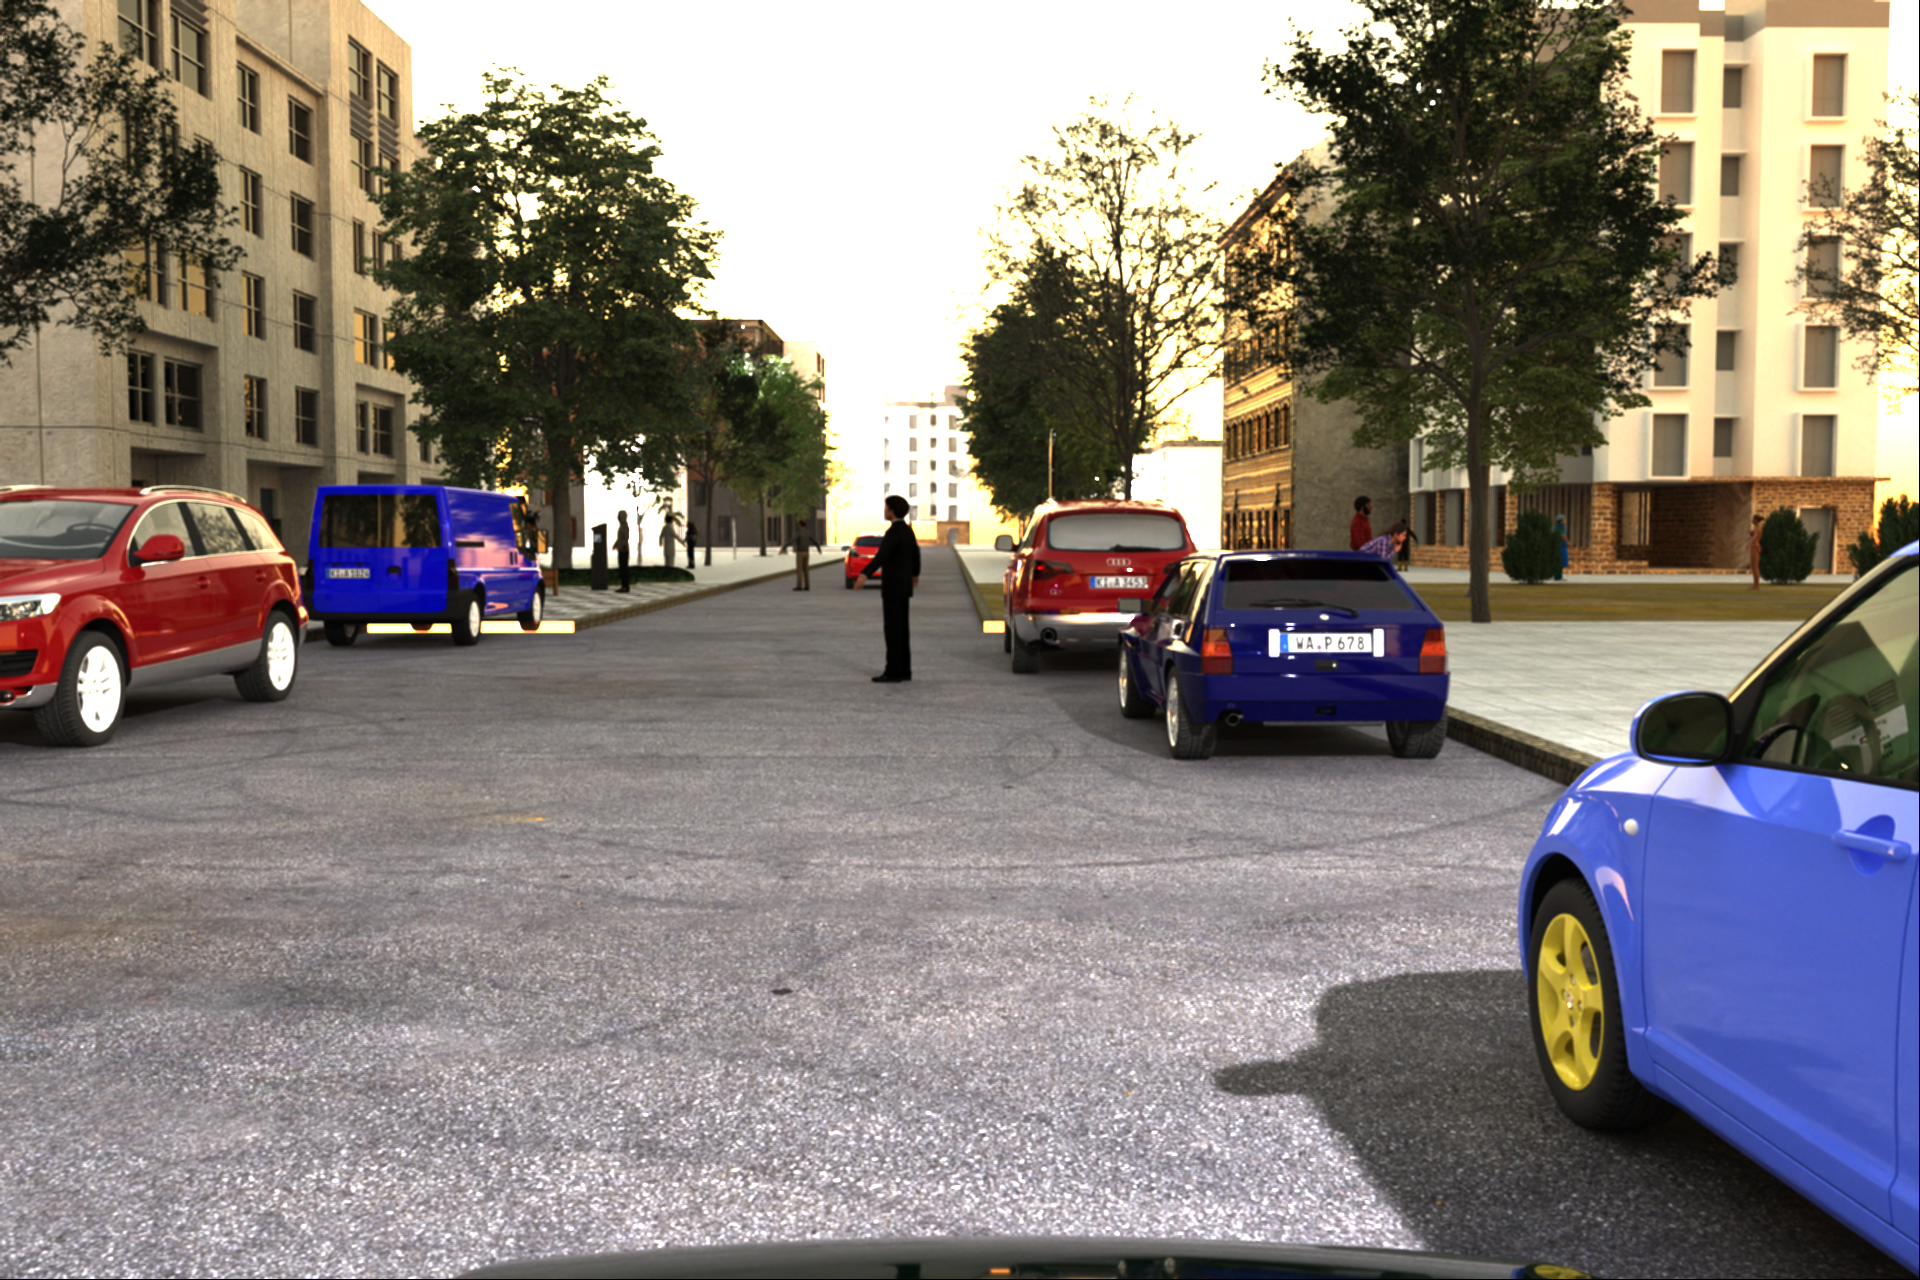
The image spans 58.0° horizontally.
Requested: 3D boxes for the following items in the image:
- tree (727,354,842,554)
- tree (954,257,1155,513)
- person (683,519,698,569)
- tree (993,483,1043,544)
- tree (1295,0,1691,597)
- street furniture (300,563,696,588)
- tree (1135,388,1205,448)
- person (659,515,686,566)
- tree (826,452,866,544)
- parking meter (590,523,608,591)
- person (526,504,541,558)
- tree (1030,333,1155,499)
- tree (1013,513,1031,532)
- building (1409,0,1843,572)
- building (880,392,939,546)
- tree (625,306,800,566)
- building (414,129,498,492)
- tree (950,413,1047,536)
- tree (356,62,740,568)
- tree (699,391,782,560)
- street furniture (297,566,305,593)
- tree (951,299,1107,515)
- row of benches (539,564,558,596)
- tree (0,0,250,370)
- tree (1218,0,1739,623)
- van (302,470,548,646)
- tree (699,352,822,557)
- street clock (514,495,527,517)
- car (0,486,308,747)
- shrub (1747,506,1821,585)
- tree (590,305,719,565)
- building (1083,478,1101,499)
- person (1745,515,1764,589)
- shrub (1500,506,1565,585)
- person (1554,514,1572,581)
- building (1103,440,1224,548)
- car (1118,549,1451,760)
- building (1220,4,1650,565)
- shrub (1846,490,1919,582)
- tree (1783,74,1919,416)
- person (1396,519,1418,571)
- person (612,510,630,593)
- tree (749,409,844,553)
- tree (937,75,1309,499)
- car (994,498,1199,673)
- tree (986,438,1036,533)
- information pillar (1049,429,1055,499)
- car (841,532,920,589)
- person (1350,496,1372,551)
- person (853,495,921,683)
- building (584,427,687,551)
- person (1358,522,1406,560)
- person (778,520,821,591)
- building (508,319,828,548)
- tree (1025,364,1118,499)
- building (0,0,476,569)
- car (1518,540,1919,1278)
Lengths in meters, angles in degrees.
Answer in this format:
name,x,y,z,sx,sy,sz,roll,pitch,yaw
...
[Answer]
name,x,y,z,sx,sy,sz,roll,pitch,yaw
tree,-11.288,-11.710,109.591,7.486,12.596,7.792,0,3,0
tree,4.505,-10.533,78.865,9.857,13.997,8.962,0,3,0
person,-10.006,-3.572,64.185,0.705,1.856,1.354,-2,4,-25
tree,7.858,-18.209,215.837,7.486,12.596,7.792,0,3,0
tree,10.701,-7.176,35.462,7.486,12.596,7.792,0,3,0
street furniture,-11.626,-1.704,43.485,10.072,0.657,5.734,-1,4,-13
tree,25.056,-22.275,220.083,12.611,20.169,13.585,0,3,0
person,-8.168,-2.610,48.853,0.705,1.806,1.347,-3,5,-41
tree,-16.066,-18.072,221.229,9.928,11.665,9.643,0,3,0
parking meter,-8.210,-1.895,39.401,0.372,1.533,0.369,0,3,0
person,-8.314,-1.709,33.714,0.705,1.858,1.354,0,4,-1
tree,4.515,-6.813,61.757,4.737,8.622,4.395,0,3,0
tree,7.976,-16.653,222.630,4.737,8.622,4.395,0,3,0
building,23.069,-12.908,67.474,16.016,20.090,11.380,0,4,-1
building,-9.874,-22.283,223.203,11.380,20.090,16.016,1,4,8
tree,-9.934,-8.301,70.138,7.601,10.594,8.767,-2,4,-30
building,-30.377,-13.818,82.349,16.016,20.090,11.380,0,4,0
tree,4.807,-13.410,129.630,12.009,13.543,11.850,0,3,0
tree,-10.786,-8.531,46.137,9.857,13.997,8.962,0,3,0
tree,-11.381,-8.300,86.060,4.360,8.622,3.978,0,3,0
street furniture,-17.251,-1.225,35.658,10.072,0.657,5.734,-1,4,-9
tree,4.281,-11.361,92.401,9.857,13.997,8.962,0,3,0
row of benches,-9.998,-1.326,37.144,4.104,0.672,1.422,3,5,42
tree,-13.537,-5.386,22.470,8.767,10.594,7.601,-1,4,-12
tree,7.229,-5.535,24.907,7.601,10.594,8.767,1,4,10
van,-7.162,-1.191,23.863,2.240,2.365,5.245,0,4,0
tree,-11.462,-10.605,99.150,9.928,11.665,9.643,0,3,0
street clock,-8.194,-1.688,32.165,0.358,2.002,0.471,0,4,1
car,-6.811,-0.285,13.328,2.281,1.827,5.304,0,3,0
shrub,20.881,-2.416,43.917,1.690,2.028,1.600,0,3,0
tree,-10.238,-6.466,56.076,4.737,8.622,4.395,0,3,0
building,17.639,-15.678,198.478,9.099,9.664,28.070,0,4,-1
person,18.382,-2.043,40.204,0.721,1.733,1.217,2,4,32
shrub,14.552,-2.424,44.052,1.690,2.028,1.600,0,3,0
person,16.410,-2.517,47.283,0.704,1.817,1.347,0,4,4
building,19.201,-13.825,168.180,9.099,9.664,28.070,0,3,0
car,2.157,0.013,12.368,1.945,1.354,3.894,0,4,-2
building,22.966,-15.265,80.511,19.493,23.208,18.063,0,4,-1
shrub,15.955,-1.527,29.382,1.690,2.028,1.600,0,3,0
tree,22.599,-7.691,36.112,12.009,13.543,11.850,0,3,0
person,15.269,-3.279,59.756,1.346,1.812,0.704,-1,4,-18
person,-7.395,-1.943,37.900,0.705,1.813,1.348,-1,4,-21
tree,-11.750,-11.348,119.947,8.767,10.594,7.601,3,4,39
tree,4.494,-8.322,46.440,12.009,13.543,11.850,0,3,0
car,1.538,-0.652,19.339,2.281,1.827,5.304,0,3,0
tree,4.185,-9.627,107.771,4.360,8.622,3.978,0,3,0
information pillar,2.066,-2.903,38.823,0.183,3.616,0.504,0,4,-2
car,-2.149,-2.310,46.802,2.155,1.783,4.494,0,4,-1
person,5.698,-1.121,24.435,0.704,1.816,1.345,1,4,15
person,-0.645,-0.501,16.842,0.705,1.806,1.347,1,4,22
building,-27.897,-12.658,149.104,9.099,9.664,28.070,0,4,-1
person,5.197,-0.753,21.584,0.697,1.427,0.421,1,4,17
person,-4.015,-2.156,43.986,1.348,1.796,0.705,-3,5,-43
building,-29.112,-20.599,180.770,27.936,21.610,32.646,0,4,0
tree,5.367,-7.343,70.421,4.360,8.622,3.978,0,3,0
building,-28.140,-11.519,54.787,16.747,18.905,31.486,0,4,0
car,2.333,0.396,3.123,1.945,1.707,3.694,0,4,-2
